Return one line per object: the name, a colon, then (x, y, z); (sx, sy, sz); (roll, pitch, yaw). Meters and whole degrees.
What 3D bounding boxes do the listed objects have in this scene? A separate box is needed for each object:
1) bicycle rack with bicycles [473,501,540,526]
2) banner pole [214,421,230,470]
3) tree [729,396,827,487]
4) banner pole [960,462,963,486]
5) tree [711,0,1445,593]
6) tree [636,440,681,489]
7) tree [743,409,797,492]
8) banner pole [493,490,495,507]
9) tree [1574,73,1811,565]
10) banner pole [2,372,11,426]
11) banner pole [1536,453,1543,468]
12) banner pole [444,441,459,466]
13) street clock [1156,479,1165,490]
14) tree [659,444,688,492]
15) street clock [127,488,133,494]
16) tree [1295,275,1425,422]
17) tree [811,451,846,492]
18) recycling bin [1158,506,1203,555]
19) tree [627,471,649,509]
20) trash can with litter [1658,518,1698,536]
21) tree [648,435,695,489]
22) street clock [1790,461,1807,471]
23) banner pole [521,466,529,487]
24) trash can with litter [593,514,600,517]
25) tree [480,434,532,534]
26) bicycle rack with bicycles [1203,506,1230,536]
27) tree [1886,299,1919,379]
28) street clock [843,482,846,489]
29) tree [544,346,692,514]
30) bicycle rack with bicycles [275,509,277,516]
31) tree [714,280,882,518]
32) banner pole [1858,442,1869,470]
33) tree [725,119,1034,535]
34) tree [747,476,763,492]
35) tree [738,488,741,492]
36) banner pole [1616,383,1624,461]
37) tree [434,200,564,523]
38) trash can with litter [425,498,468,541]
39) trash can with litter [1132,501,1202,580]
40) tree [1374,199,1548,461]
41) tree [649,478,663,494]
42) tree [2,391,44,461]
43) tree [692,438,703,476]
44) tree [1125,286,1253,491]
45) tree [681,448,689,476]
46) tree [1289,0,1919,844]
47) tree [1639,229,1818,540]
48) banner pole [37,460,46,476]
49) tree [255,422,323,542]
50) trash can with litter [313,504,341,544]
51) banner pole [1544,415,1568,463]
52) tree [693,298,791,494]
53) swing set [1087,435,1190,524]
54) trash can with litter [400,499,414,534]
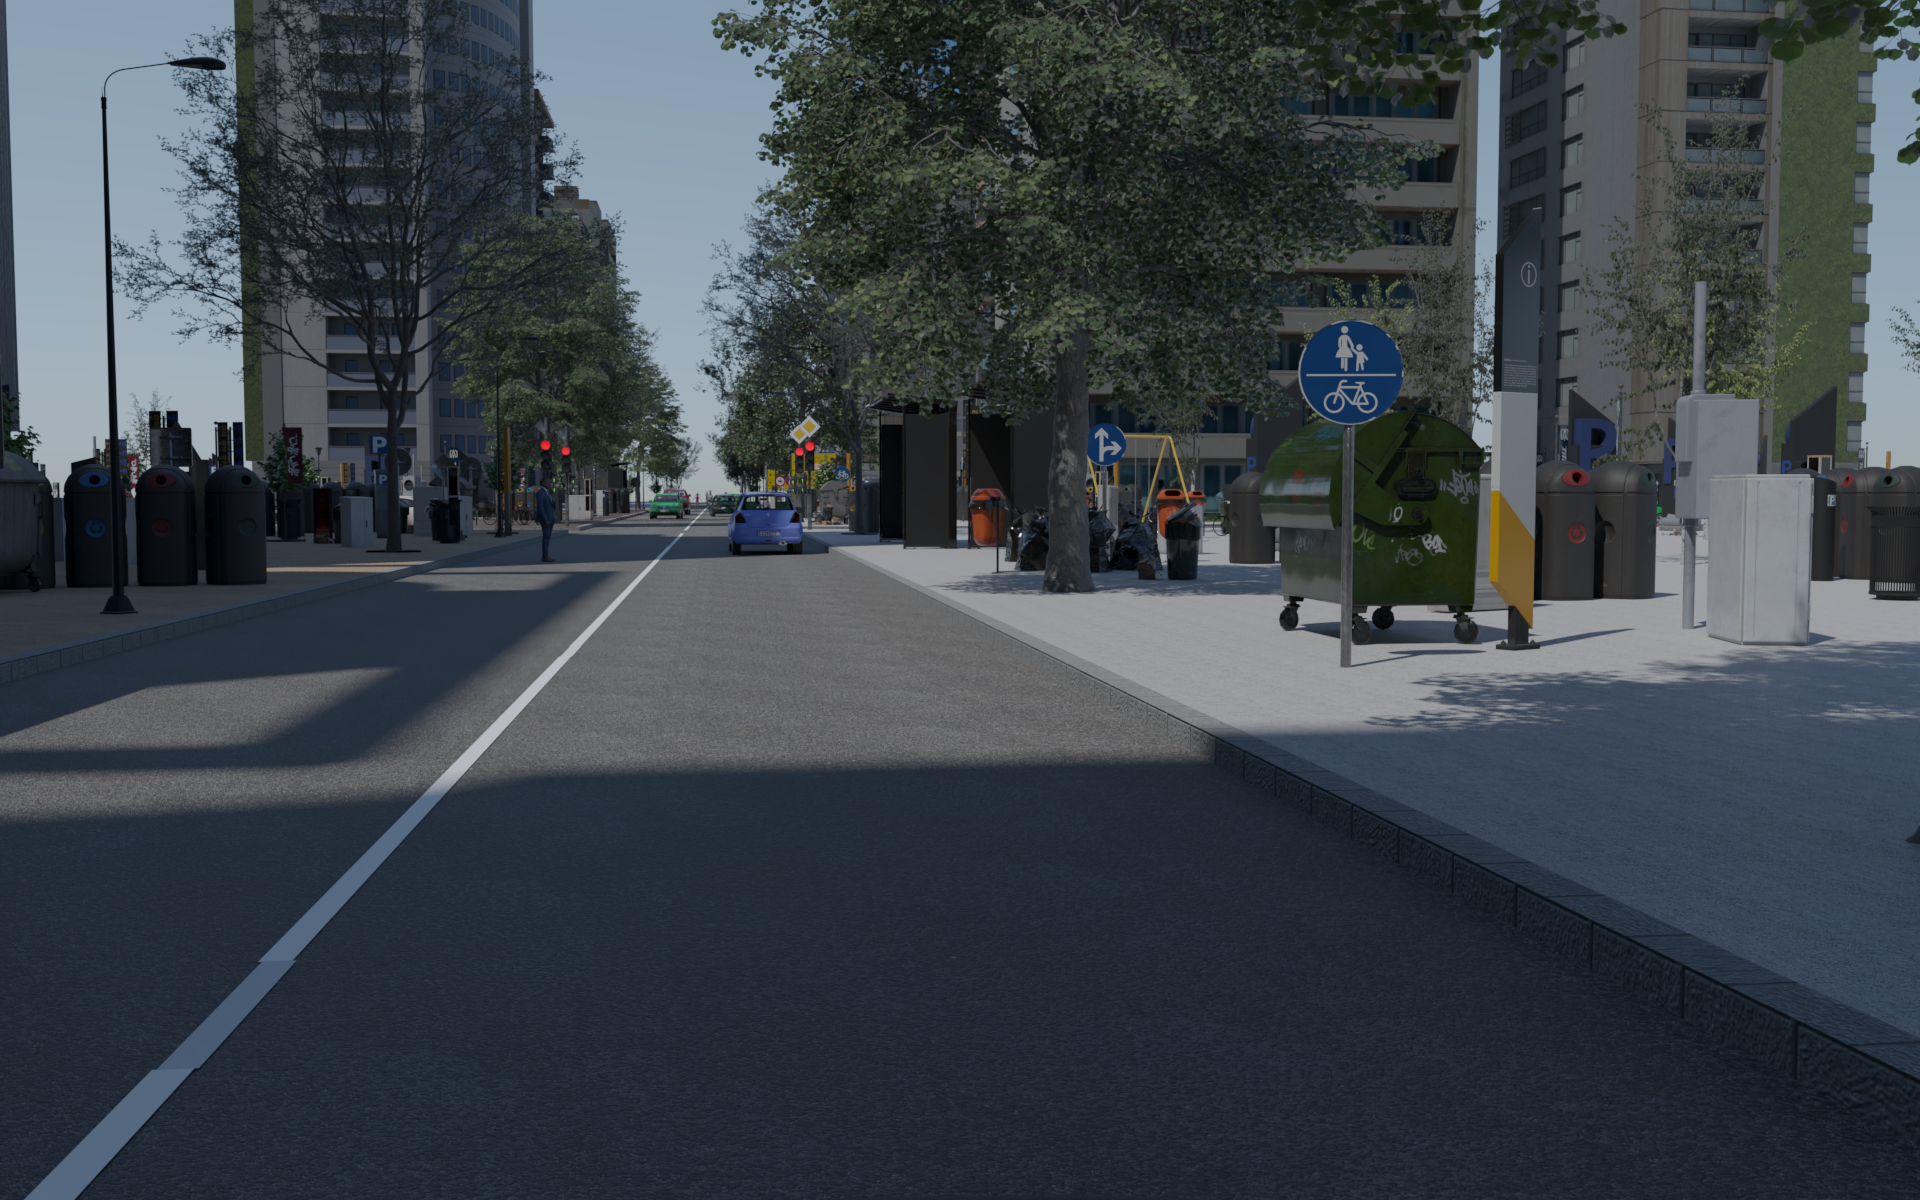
bicycle rack with bicycles: (-18.491, -3.554, 71.497); (2.852, 0.926, 2.925); (3, 5, 43)
banner pole: (-25.345, -4.248, 59.477); (0.863, 3.779, 0.401); (2, 4, 25)
tree: (-14.600, -12.428, 137.609); (8.767, 10.594, 7.601); (-2, 4, -27)
banner pole: (0.407, -7.964, 120.235); (0.863, 3.779, 0.401); (-1, 4, -12)
tree: (1.477, -7.089, 22.554); (9.857, 13.997, 8.962); (0, 3, 0)
tree: (-35.900, -15.500, 203.786); (4.737, 8.622, 4.395); (0, 3, 0)
tree: (-13.114, -10.975, 129.807); (4.360, 8.622, 3.978); (0, 3, 0)
banner pole: (-36.852, -8.985, 136.914); (0.401, 3.779, 0.863); (-1, 4, -17)
tree: (13.169, -4.948, 31.267); (4.360, 8.622, 3.978); (0, 3, 0)
banner pole: (-19.294, -2.753, 35.023); (0.401, 3.779, 0.863); (-3, 5, -44)
banner pole: (31.291, -6.312, 93.219); (0.863, 3.779, 0.401); (-1, 4, -23)
banner pole: (-24.011, -5.606, 81.675); (0.863, 3.779, 0.401); (0, 4, 4)
street clock: (9.369, -4.704, 81.486); (0.471, 2.002, 0.358); (-1, 4, -13)
tree: (-43.120, -19.048, 261.793); (4.360, 8.622, 3.978); (0, 3, 0)
street clock: (-54.307, -6.646, 113.225); (0.471, 2.002, 0.358); (-3, 4, -36)
tree: (13.369, -6.551, 57.468); (4.737, 8.622, 4.395); (0, 3, 0)
tree: (-5.894, -5.077, 77.615); (1.663, 3.219, 1.824); (0, 3, 0)
recycling bin: (4.692, -1.490, 36.916); (0.722, 1.027, 0.722); (-2, 4, -27)
tree: (-27.933, -9.361, 147.649); (1.663, 3.219, 1.824); (0, 3, 0)
trash can with litter: (22.377, -2.624, 53.960); (1.678, 1.210, 2.233); (2, 4, 31)
tree: (-41.902, -19.309, 250.116); (7.601, 10.594, 8.767); (-1, 4, -9)
street clock: (18.386, -2.038, 37.886); (0.471, 2.002, 0.358); (-2, 4, -29)
banner pole: (-32.599, -8.549, 129.793); (0.863, 3.779, 0.401); (-2, 4, -34)
trash can with litter: (-21.210, -5.377, 98.974); (1.678, 1.210, 2.233); (-2, 4, -28)
tree: (-14.662, -3.750, 55.920); (1.663, 3.219, 1.824); (0, 3, 0)
bicycle rack with bicycles: (8.799, -2.380, 52.287); (2.925, 0.926, 2.852); (-1, 4, -23)
tree: (25.443, -5.637, 42.535); (4.360, 8.622, 3.978); (0, 3, 0)
street clock: (-5.746, -4.957, 85.618); (0.358, 2.002, 0.471); (0, 4, -8)
tree: (-23.333, -11.443, 112.847); (9.928, 11.665, 9.643); (0, 3, 0)
bicycle rack with bicycles: (-39.512, -5.034, 95.684); (2.852, 0.926, 2.925); (-2, 4, -28)
tree: (-8.464, -10.758, 92.895); (9.611, 12.733, 9.660); (0, 3, 0)
banner pole: (43.286, -5.689, 83.030); (0.863, 3.779, 0.401); (-2, 4, -28)
tree: (-3.231, -8.790, 54.079); (12.009, 13.543, 11.850); (0, 3, 0)
tree: (-22.184, -11.697, 185.846); (1.663, 3.219, 1.824); (0, 3, 0)
tree: (-36.903, -21.355, 299.518); (4.360, 8.622, 3.978); (0, 3, 0)
banner pole: (14.797, -2.993, 38.945); (0.401, 3.779, 0.863); (2, 4, 28)
tree: (-17.695, -10.312, 75.248); (9.857, 13.997, 8.962); (0, 3, 0)
trash can with litter: (-14.118, -2.216, 47.621); (0.624, 1.170, 1.055); (3, 4, 38)
trash can with litter: (3.096, -0.891, 25.959); (1.055, 1.170, 0.624); (0, 4, 6)
tree: (12.263, -5.679, 43.214); (4.360, 8.622, 3.978); (0, 3, 0)
tree: (-32.466, -11.678, 185.543); (1.663, 3.219, 1.824); (0, 3, 0)
tree: (-15.647, -2.027, 27.746); (1.663, 3.219, 1.824); (0, 3, 0)
tree: (-48.747, -22.928, 300.620); (9.928, 11.665, 9.643); (0, 3, 0)
tree: (7.598, -6.589, 58.099); (4.360, 8.622, 3.978); (0, 3, 0)
tree: (-36.492, -16.354, 217.750); (4.737, 8.622, 4.395); (0, 3, 0)
tree: (3.880, -5.397, 6.365); (7.486, 12.596, 7.792); (0, 3, 0)
tree: (21.120, -5.983, 48.188); (4.737, 8.622, 4.395); (0, 3, 0)
banner pole: (-66.967, -8.334, 126.277); (0.401, 3.779, 0.863); (1, 4, 22)
tree: (-18.194, -3.181, 46.615); (1.663, 3.219, 1.824); (0, 3, 0)
trash can with litter: (-16.163, -2.037, 44.699); (1.055, 1.170, 0.624); (0, 4, -5)
banner pole: (19.063, -3.973, 54.979); (0.863, 3.779, 0.401); (-2, 4, -31)
tree: (-19.778, -19.147, 168.938); (12.611, 20.169, 13.585); (0, 3, 0)
swing set: (4.487, -2.961, 46.024); (3.119, 2.851, 2.862); (-2, 4, -30)
trash can with litter: (-17.812, -2.716, 55.797); (1.055, 1.170, 0.624); (1, 4, 20)
